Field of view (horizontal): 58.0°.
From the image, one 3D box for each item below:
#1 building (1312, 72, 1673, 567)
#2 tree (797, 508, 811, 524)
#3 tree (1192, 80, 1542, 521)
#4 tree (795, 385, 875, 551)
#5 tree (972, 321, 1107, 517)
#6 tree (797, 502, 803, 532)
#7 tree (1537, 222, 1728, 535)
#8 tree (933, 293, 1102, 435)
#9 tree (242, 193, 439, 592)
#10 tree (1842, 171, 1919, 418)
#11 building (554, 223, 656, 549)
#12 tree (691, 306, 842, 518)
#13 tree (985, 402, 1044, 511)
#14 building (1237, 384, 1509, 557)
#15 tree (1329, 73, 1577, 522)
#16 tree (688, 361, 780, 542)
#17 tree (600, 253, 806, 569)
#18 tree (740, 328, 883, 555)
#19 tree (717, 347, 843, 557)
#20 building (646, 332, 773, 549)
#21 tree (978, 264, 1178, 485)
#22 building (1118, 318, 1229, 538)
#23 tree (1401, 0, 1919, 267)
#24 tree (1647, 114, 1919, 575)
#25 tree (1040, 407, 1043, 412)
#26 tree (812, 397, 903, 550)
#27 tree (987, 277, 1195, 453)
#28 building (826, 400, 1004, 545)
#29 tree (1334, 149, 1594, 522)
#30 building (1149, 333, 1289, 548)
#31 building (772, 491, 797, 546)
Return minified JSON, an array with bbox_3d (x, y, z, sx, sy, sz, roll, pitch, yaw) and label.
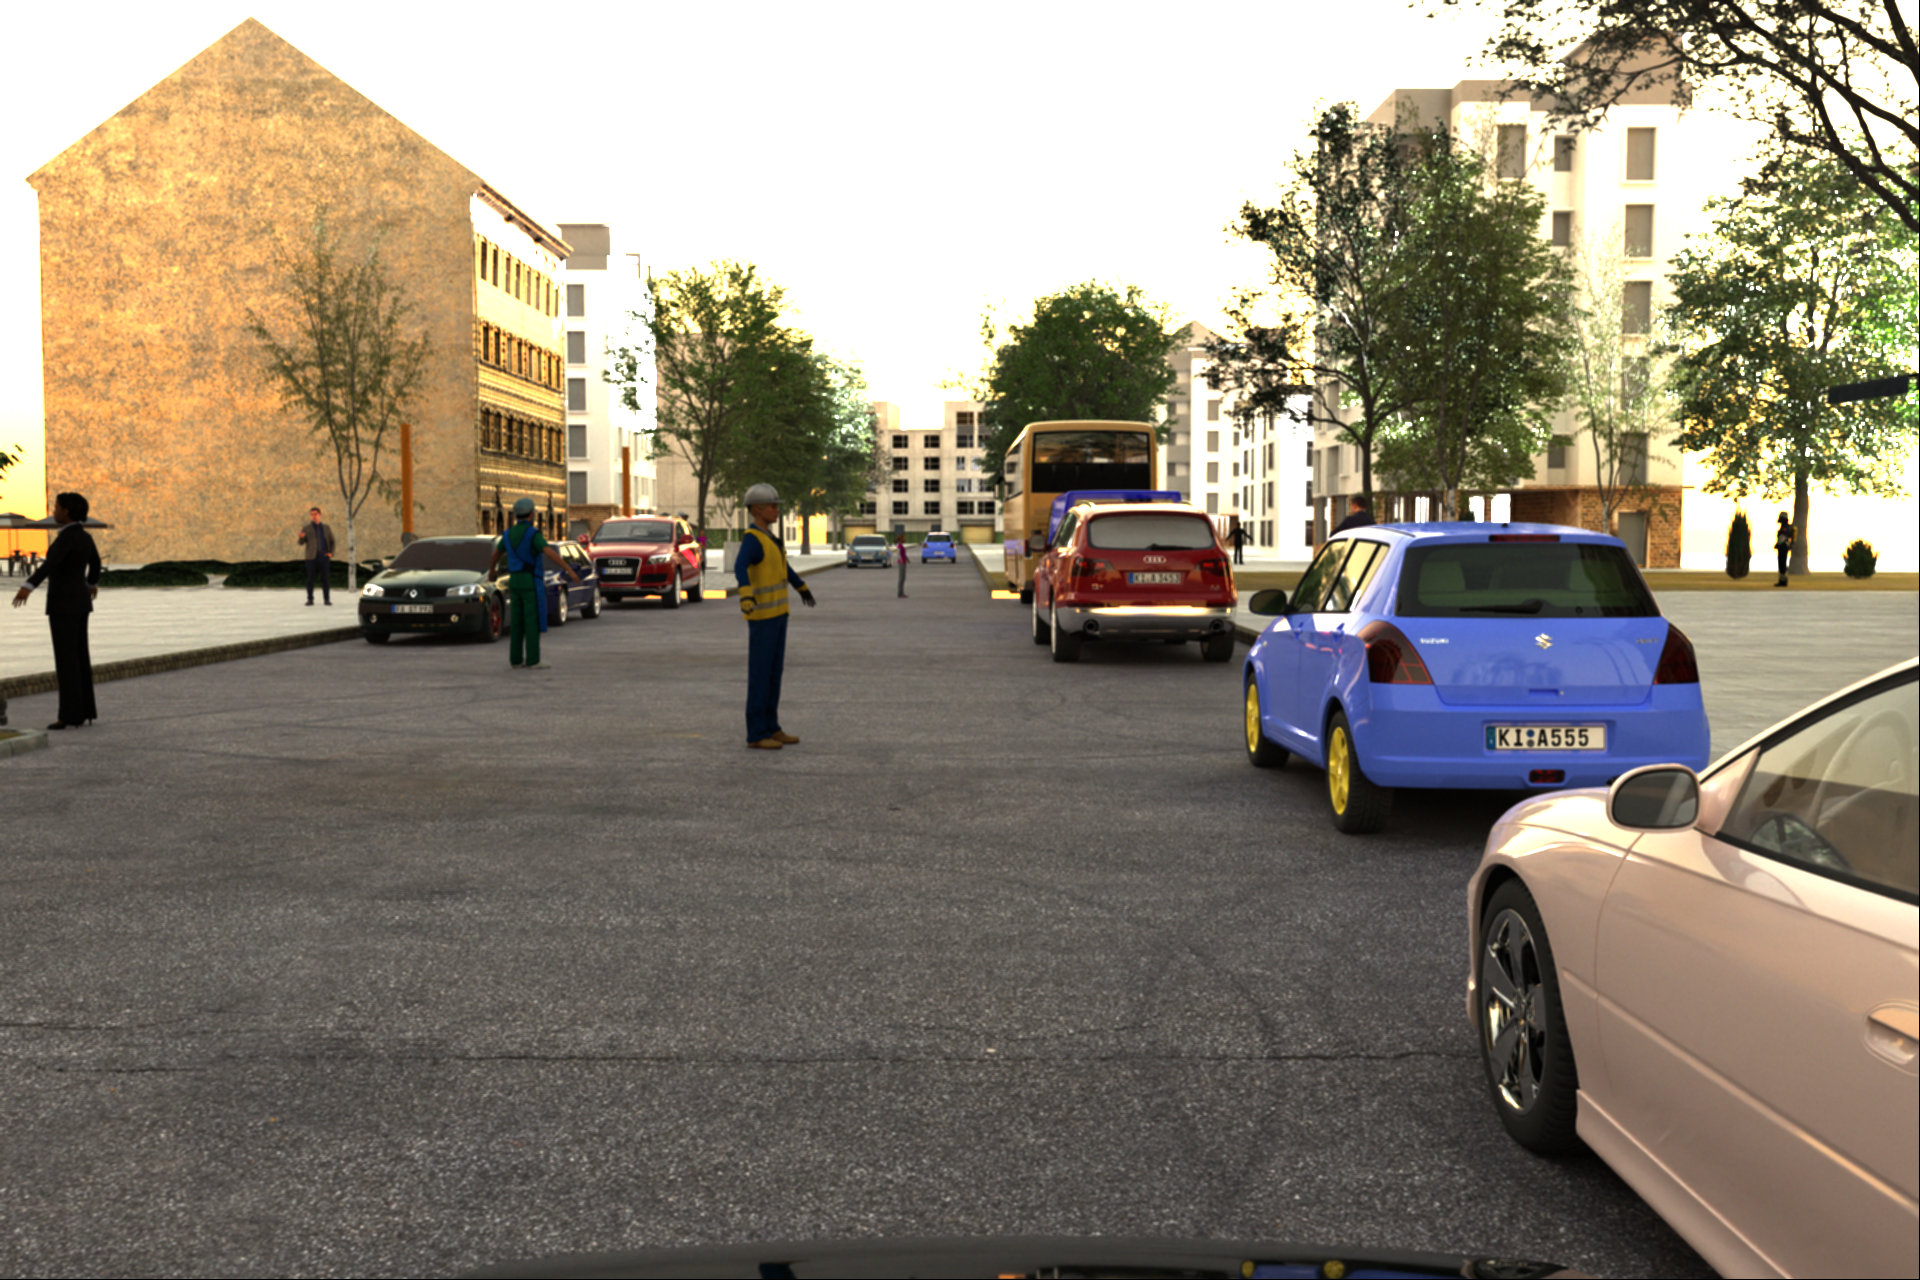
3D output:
[{"bbox_3d":[21.112,-13.509,77.299,16.016,20.090,11.380,0,4,0],"label":"building"},{"bbox_3d":[-20.406,-17.457,235.781,4.360,8.622,3.978,0,3,0],"label":"tree"},{"bbox_3d":[8.359,-6.228,36.244,7.601,10.594,8.767,1,4,9],"label":"tree"},{"bbox_3d":[-9.822,-13.046,131.436,7.486,12.596,7.792,0,3,0],"label":"tree"},{"bbox_3d":[5.309,-11.976,102.462,9.857,13.997,8.962,0,3,0],"label":"tree"},{"bbox_3d":[-21.242,-17.141,230.621,4.737,8.622,4.395,0,3,0],"label":"tree"},{"bbox_3d":[15.417,-5.568,41.392,4.360,8.622,3.978,0,3,0],"label":"tree"},{"bbox_3d":[4.416,-17.224,137.508,12.611,20.169,13.585,0,3,0],"label":"tree"},{"bbox_3d":[-13.428,-5.368,38.135,4.360,8.622,3.978,0,3,0],"label":"tree"},{"bbox_3d":[25.799,-7.138,42.458,9.928,11.665,9.643,0,3,0],"label":"tree"},{"bbox_3d":[-25.943,-15.303,106.622,16.016,20.090,11.380,0,4,0],"label":"building"},{"bbox_3d":[-9.727,-10.266,85.970,7.486,12.596,7.792,0,3,0],"label":"tree"},{"bbox_3d":[5.285,-12.584,123.870,7.486,12.596,7.792,0,3,0],"label":"tree"},{"bbox_3d":[22.352,-9.473,97.037,9.099,9.664,28.070,0,4,0],"label":"building"},{"bbox_3d":[7.958,-4.749,28.013,4.360,8.622,3.978,0,3,0],"label":"tree"},{"bbox_3d":[-9.923,-7.545,73.722,4.360,8.622,3.978,0,3,0],"label":"tree"},{"bbox_3d":[-9.375,-8.429,63.564,9.928,11.665,9.643,0,3,0],"label":"tree"},{"bbox_3d":[-9.753,-12.323,108.140,9.857,13.997,8.962,0,3,0],"label":"tree"},{"bbox_3d":[-10.074,-10.427,96.239,9.928,11.665,9.643,0,3,0],"label":"tree"},{"bbox_3d":[-28.182,-18.418,167.594,16.747,18.905,31.486,0,4,0],"label":"building"},{"bbox_3d":[5.600,-10.770,82.741,9.857,13.997,8.962,0,3,0],"label":"tree"},{"bbox_3d":[23.794,-21.717,185.997,19.493,23.208,18.063,0,4,0],"label":"building"},{"bbox_3d":[8.496,-6.343,14.074,12.009,13.543,11.850,0,3,0],"label":"tree"},{"bbox_3d":[26.431,-9.016,54.074,9.857,13.997,8.962,0,3,0],"label":"tree"},{"bbox_3d":[5.077,-8.698,92.581,4.360,8.622,3.978,0,3,0],"label":"tree"},{"bbox_3d":[-9.811,-14.205,142.623,12.009,13.543,11.850,0,3,0],"label":"tree"},{"bbox_3d":[5.109,-8.759,68.969,9.928,11.665,9.643,0,3,0],"label":"tree"},{"bbox_3d":[-1.236,-22.417,235.427,31.486,18.905,16.747,0,4,6],"label":"building"},{"bbox_3d":[14.863,-8.179,51.859,7.486,12.596,7.792,0,3,0],"label":"tree"},{"bbox_3d":[23.856,-19.233,170.878,16.016,20.090,11.380,0,4,0],"label":"building"},{"bbox_3d":[-23.240,-15.782,200.179,9.099,9.664,28.070,0,4,0],"label":"building"}]
